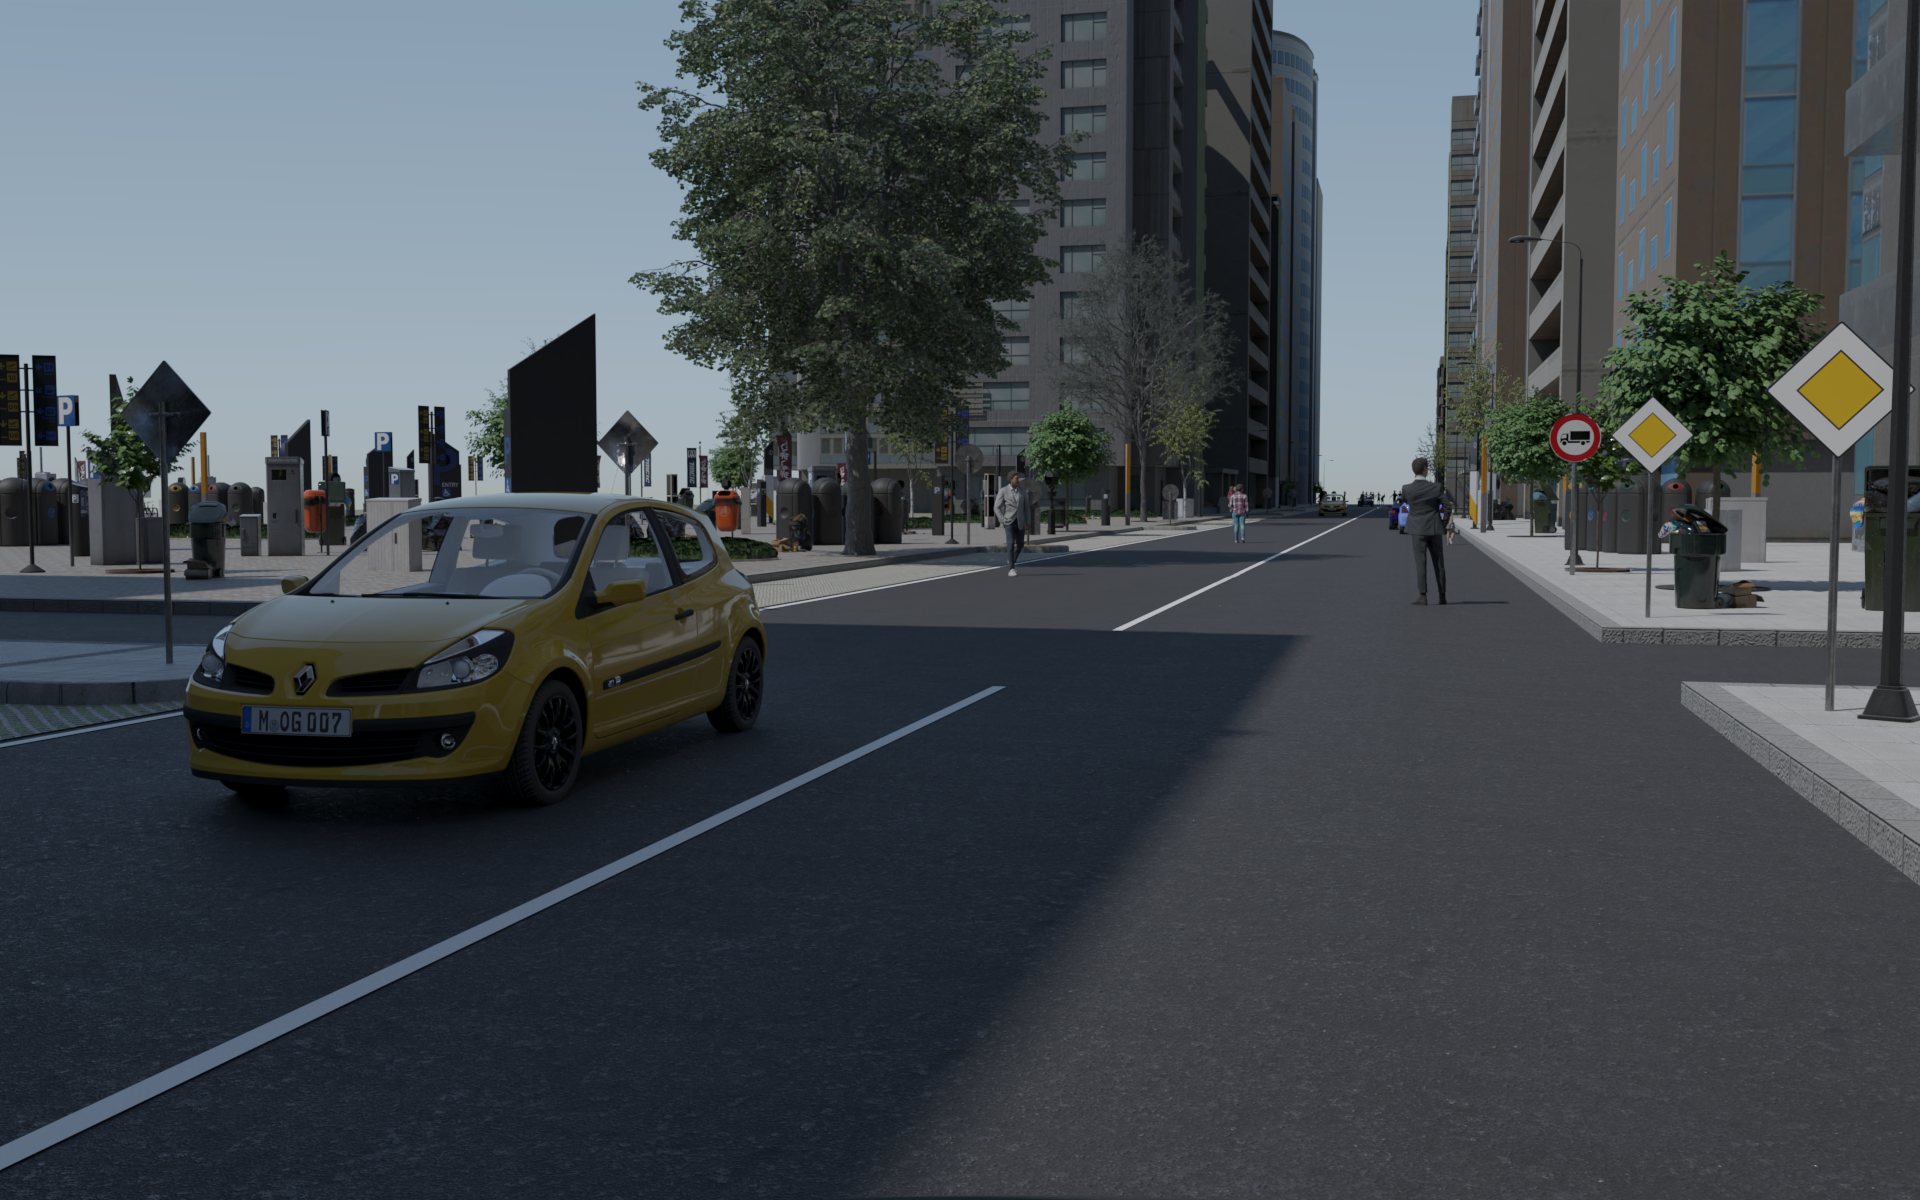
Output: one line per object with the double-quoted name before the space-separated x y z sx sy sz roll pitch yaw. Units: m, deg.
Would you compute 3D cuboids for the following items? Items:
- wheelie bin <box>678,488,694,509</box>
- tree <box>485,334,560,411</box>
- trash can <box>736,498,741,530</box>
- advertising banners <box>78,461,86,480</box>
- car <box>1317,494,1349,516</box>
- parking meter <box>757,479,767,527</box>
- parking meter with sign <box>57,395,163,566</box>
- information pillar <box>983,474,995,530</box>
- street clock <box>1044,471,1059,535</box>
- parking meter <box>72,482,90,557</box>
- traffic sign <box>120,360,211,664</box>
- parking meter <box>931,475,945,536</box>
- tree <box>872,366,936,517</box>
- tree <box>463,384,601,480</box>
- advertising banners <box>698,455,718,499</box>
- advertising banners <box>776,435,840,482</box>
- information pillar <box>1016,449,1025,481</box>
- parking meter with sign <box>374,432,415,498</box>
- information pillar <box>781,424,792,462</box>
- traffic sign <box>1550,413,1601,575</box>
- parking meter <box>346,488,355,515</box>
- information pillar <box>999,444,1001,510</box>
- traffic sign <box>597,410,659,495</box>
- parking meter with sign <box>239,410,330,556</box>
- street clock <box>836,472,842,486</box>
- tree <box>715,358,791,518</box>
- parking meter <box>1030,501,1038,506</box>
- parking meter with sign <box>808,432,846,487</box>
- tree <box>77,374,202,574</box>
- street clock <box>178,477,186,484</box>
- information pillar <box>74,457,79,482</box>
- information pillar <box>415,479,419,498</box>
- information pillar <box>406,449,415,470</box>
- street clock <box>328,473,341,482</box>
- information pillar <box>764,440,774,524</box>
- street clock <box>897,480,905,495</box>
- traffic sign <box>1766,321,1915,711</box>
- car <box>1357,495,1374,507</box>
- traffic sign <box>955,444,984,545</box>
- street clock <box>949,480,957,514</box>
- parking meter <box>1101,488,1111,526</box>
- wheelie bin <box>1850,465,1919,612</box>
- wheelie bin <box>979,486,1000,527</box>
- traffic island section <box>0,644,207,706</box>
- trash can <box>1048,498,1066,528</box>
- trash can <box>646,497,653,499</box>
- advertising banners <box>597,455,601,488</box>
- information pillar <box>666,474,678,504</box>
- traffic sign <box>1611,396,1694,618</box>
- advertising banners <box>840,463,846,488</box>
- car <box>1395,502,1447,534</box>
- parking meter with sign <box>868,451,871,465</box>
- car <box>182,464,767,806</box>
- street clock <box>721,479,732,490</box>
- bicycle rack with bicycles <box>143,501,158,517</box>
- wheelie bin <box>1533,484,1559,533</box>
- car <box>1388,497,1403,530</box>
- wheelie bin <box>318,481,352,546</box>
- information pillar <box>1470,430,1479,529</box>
"wheelie bin" -13.941 -4.913 88.234 0.693 1.594 0.980 2 4 34
"tree" -19.108 -7.859 78.855 4.360 8.622 3.978 0 3 0
"trash can" -8.067 -3.129 62.817 0.748 1.137 0.748 0 3 0
"advertising banners" -45.170 -5.760 90.368 2.074 3.025 0.090 1 4 19
"car" 24.456 -6.315 113.481 2.015 1.641 3.980 1 4 15
"parking meter" -7.759 -3.797 67.785 0.255 1.863 0.399 -2 4 -33
"parking meter with sign" -15.321 -2.144 31.323 0.543 3.016 1.738 2 4 30
"information pillar" 1.084 -3.556 62.631 0.304 2.012 0.304 -1 4 -22
"street clock" 2.889 -3.061 54.620 0.358 2.002 0.471 -2 4 -33
"parking meter" -18.067 -1.662 35.580 0.372 1.533 0.369 0 3 0
"traffic sign" -5.987 -0.576 13.061 0.795 2.450 0.064 1 4 14
"parking meter" -0.691 -2.922 53.479 0.399 1.863 0.255 1 4 13
"tree" -2.667 -8.784 93.976 4.737 8.622 4.395 0 3 0
"tree" -10.549 -3.650 43.393 4.285 4.588 4.351 0 3 0
"advertising banners" -11.017 -5.037 78.548 0.090 3.025 2.074 3 5 44
"advertising banners" -4.584 -3.394 51.673 2.074 3.025 0.090 -2 4 -35
"information pillar" 3.124 -5.962 88.834 0.504 3.616 0.183 -1 4 -13
"parking meter with sign" -15.872 -3.248 49.366 0.543 3.016 1.738 1 4 19
"information pillar" -5.720 -4.016 57.017 0.183 3.616 0.504 2 4 33
"traffic sign" 9.689 -1.665 27.330 0.768 2.556 0.104 1 4 16
"parking meter" -26.011 -4.005 73.900 0.372 1.533 0.369 0 3 0
"information pillar" 1.876 -5.514 81.513 0.183 3.616 0.504 0 4 5
"traffic sign" -3.991 -1.049 20.793 0.795 2.450 0.064 1 4 14
"parking meter with sign" -13.968 -2.419 35.818 1.738 3.016 0.543 -1 4 -11
"street clock" -4.121 -3.237 57.499 0.358 2.002 0.471 1 4 19
"tree" -11.152 -8.675 92.203 4.737 8.622 4.395 0 3 0
"parking meter" 2.809 -3.568 66.747 0.372 1.533 0.369 0 3 0
"parking meter with sign" -3.786 -3.118 47.247 1.738 3.016 0.543 -1 4 -22
"tree" -13.510 -2.053 28.167 1.663 3.219 1.824 0 3 0
"street clock" -33.468 -4.278 74.520 0.358 2.002 0.471 -1 4 -10
"information pillar" -55.869 -7.232 109.590 0.504 3.616 0.183 3 5 45
"information pillar" -26.716 -4.925 85.022 0.304 2.012 0.304 -1 4 -17
"information pillar" -28.612 -6.051 90.284 0.183 3.616 0.504 2 4 29
"street clock" -21.074 -3.286 58.299 0.358 2.002 0.471 2 4 24
"information pillar" -8.254 -5.106 74.839 0.504 3.616 0.183 -3 5 -43
"street clock" -3.056 -5.108 88.091 0.471 2.002 0.358 0 4 -8
"traffic sign" 5.138 -0.400 10.178 0.795 2.450 0.064 1 4 14
"car" 46.874 -11.464 200.016 1.945 1.354 3.894 1 4 16
"traffic sign" 0.217 -2.675 43.850 0.768 2.556 0.104 1 4 17
"street clock" -0.395 -5.261 90.594 0.471 2.002 0.358 -2 4 -31
"parking meter" 5.912 -3.779 70.198 0.372 1.533 0.369 0 3 0
"wheelie bin" 10.324 -0.681 19.046 0.980 1.594 0.693 2 4 28
"wheelie bin" 1.146 -3.582 66.468 0.693 1.594 0.980 -2 4 -34
"traffic island section" -6.012 0.560 13.129 2.009 0.180 2.903 1 4 14
"trash can" 3.677 -3.276 65.215 0.748 1.137 0.748 0 3 0
"trash can" -15.290 -4.440 84.242 0.748 1.137 0.748 0 3 0
"advertising banners" -16.538 -4.944 77.030 0.090 3.025 2.074 2 4 24
"information pillar" -10.525 -3.598 63.326 0.304 2.012 0.304 3 5 42
"traffic sign" 7.135 -0.873 17.910 0.795 2.450 0.064 1 4 14
"advertising banners" -5.931 -6.215 97.796 2.074 3.025 0.090 0 4 8
"car" 16.818 -3.263 62.938 1.945 1.707 3.694 1 4 14
"parking meter with sign" -4.243 -4.606 71.577 0.543 3.016 1.738 -1 4 -23
"car" -2.403 0.055 9.320 2.015 1.641 3.980 1 4 13
"street clock" -11.287 -4.841 83.713 0.471 2.002 0.358 -2 4 -35
"bicycle rack with bicycles" -40.410 -4.365 84.754 2.852 0.926 2.925 1 4 18
"wheelie bin" 19.117 -2.981 56.647 0.693 1.594 0.980 3 5 42
"car" 18.409 -3.545 70.538 1.945 1.354 3.894 1 4 16
"wheelie bin" -15.741 -2.169 43.366 0.980 1.594 0.693 -1 4 -17
"information pillar" 18.854 -4.411 63.468 0.183 3.616 0.504 -1 4 -12
